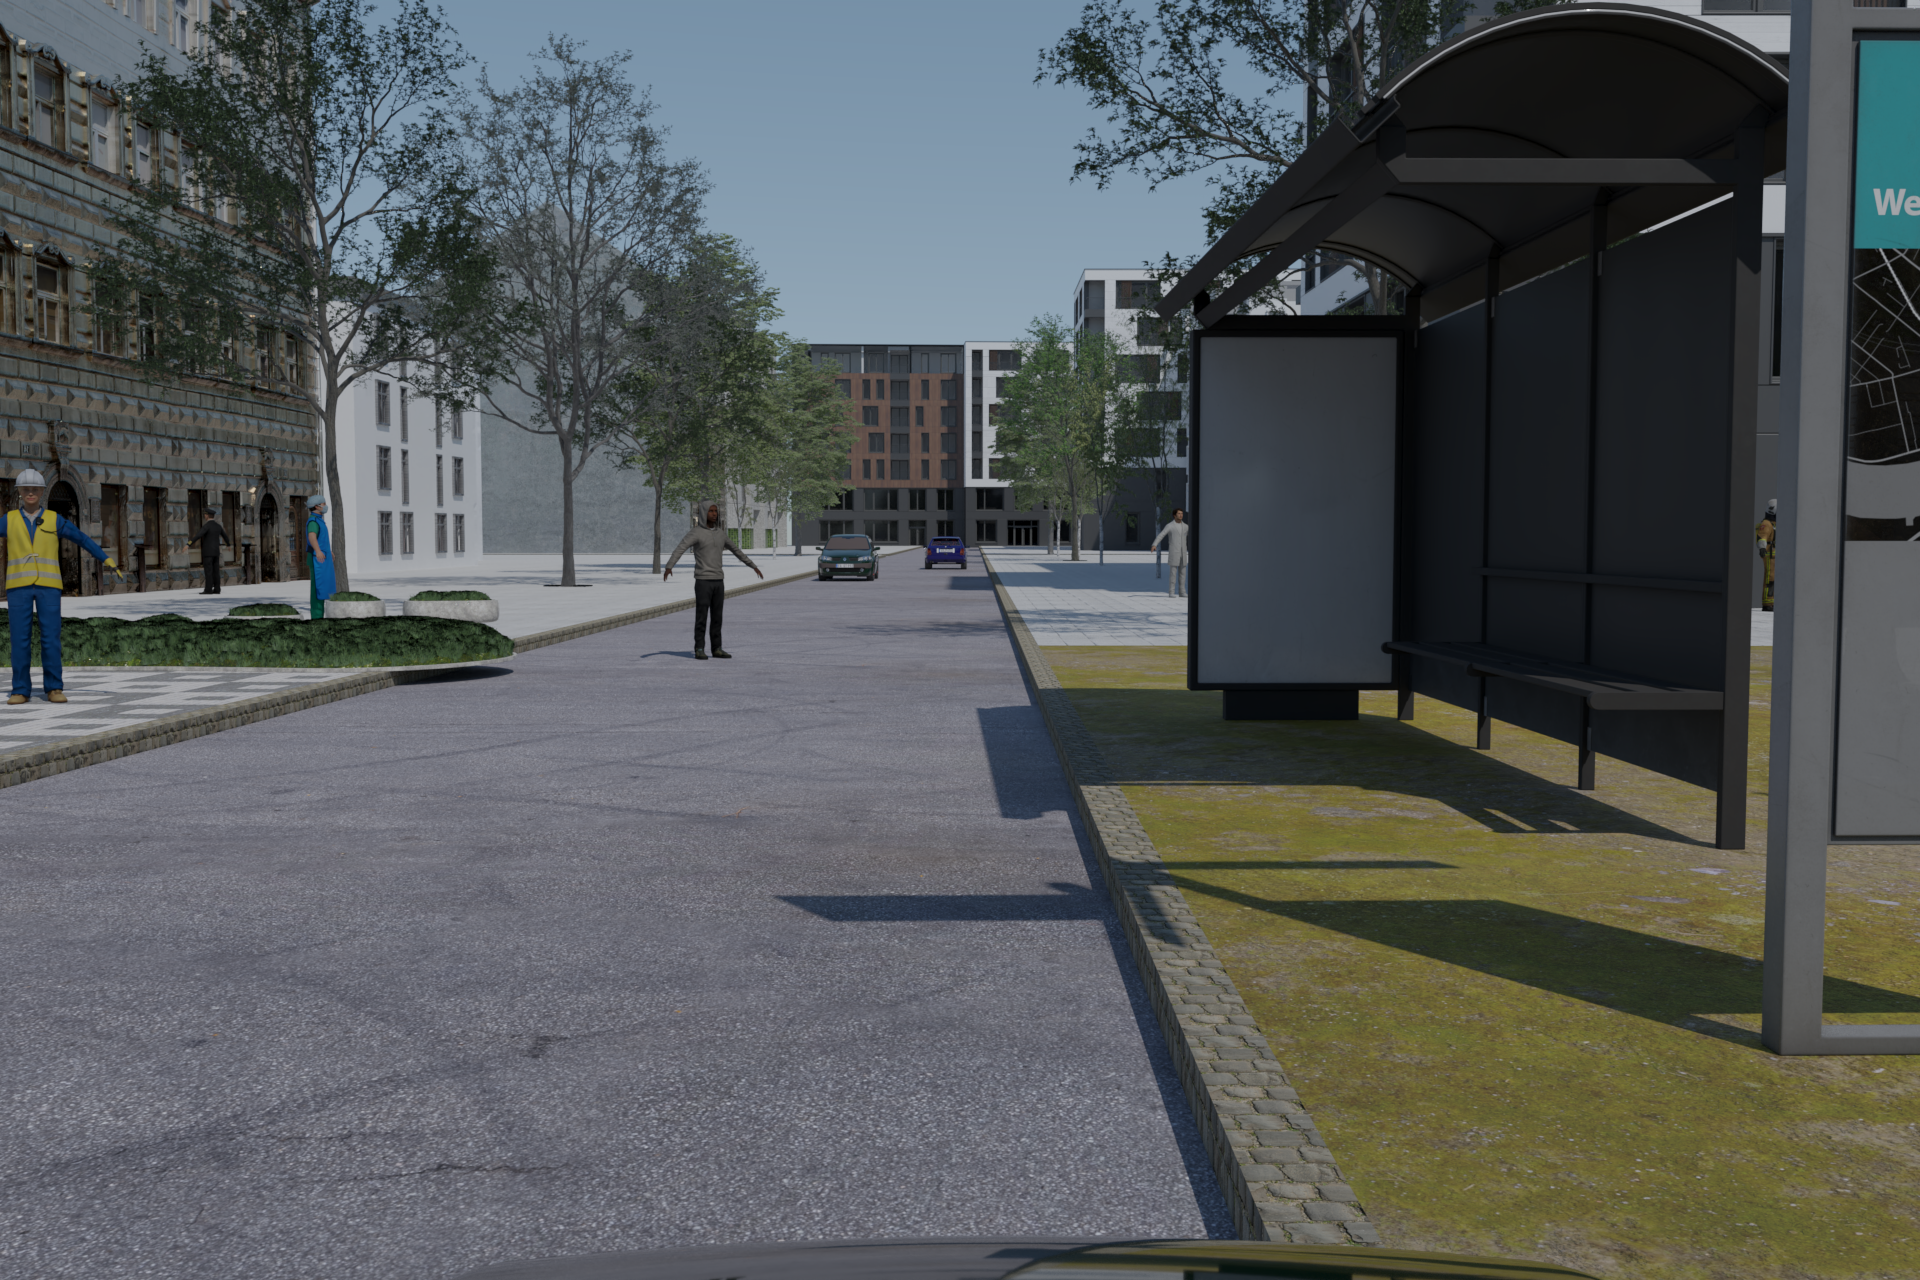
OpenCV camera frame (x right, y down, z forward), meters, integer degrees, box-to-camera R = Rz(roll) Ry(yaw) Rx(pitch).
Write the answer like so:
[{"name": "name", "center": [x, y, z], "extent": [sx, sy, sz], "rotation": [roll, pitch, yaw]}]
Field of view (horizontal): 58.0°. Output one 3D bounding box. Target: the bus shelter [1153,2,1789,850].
[{"name": "bus shelter", "center": [2.392, -0.946, 9.388], "extent": [2.014, 3.302, 5.546], "rotation": [0, 4, -1]}]

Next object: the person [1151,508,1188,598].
[{"name": "person", "center": [4.412, -1.760, 34.968], "extent": [1.347, 1.806, 0.705], "rotation": [-2, 4, -23]}]

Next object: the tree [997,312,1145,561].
[{"name": "tree", "center": [5.315, -9.546, 81.838], "extent": [9.928, 11.665, 9.643], "rotation": [0, 3, 0]}]

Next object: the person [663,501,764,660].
[{"name": "person", "center": [-2.860, -0.690, 19.865], "extent": [1.348, 1.813, 0.705], "rotation": [-3, 5, -42]}]

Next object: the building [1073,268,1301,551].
[{"name": "building", "center": [23.587, -18.701, 149.733], "extent": [27.936, 21.610, 32.646], "rotation": [0, 4, 0]}]

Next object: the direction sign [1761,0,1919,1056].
[{"name": "direction sign", "center": [2.076, -0.909, 3.628], "extent": [2.525, 3.948, 1.411], "rotation": [0, 4, -1]}]

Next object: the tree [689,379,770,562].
[{"name": "tree", "center": [-9.790, -7.829, 78.371], "extent": [4.360, 8.622, 3.978], "rotation": [0, 3, 0]}]

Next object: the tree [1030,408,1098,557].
[{"name": "tree", "center": [5.408, -9.054, 98.394], "extent": [4.360, 8.622, 3.978], "rotation": [0, 3, 0]}]

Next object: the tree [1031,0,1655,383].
[{"name": "tree", "center": [5.391, -5.316, 21.331], "extent": [8.767, 10.594, 7.601], "rotation": [-3, 4, -39]}]

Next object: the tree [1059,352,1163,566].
[{"name": "tree", "center": [5.916, -7.325, 70.131], "extent": [4.737, 8.622, 4.395], "rotation": [0, 3, 0]}]

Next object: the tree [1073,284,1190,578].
[{"name": "tree", "center": [5.985, -6.104, 50.160], "extent": [4.360, 8.622, 3.978], "rotation": [0, 3, 0]}]

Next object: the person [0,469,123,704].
[{"name": "person", "center": [-7.000, -0.405, 13.090], "extent": [1.216, 1.772, 0.721], "rotation": [-2, 4, -26]}]

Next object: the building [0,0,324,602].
[{"name": "building", "center": [-27.099, -12.727, 39.019], "extent": [19.493, 23.208, 18.063], "rotation": [0, 4, -1]}]

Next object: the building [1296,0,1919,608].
[{"name": "building", "center": [22.471, -12.325, 45.493], "extent": [27.936, 21.610, 32.646], "rotation": [0, 3, 0]}]

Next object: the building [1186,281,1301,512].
[{"name": "building", "center": [22.304, -16.758, 130.407], "extent": [16.016, 20.090, 11.380], "rotation": [0, 4, 0]}]

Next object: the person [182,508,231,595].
[{"name": "person", "center": [-15.923, -1.886, 36.764], "extent": [0.705, 1.837, 1.347], "rotation": [1, 4, 19]}]

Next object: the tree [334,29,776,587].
[{"name": "tree", "center": [-9.489, -8.049, 41.970], "extent": [12.009, 13.543, 11.850], "rotation": [0, 3, 0]}]

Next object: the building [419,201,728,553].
[{"name": "building", "center": [-27.145, -17.897, 123.550], "extent": [19.493, 23.208, 18.063], "rotation": [0, 4, 0]}]

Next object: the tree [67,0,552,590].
[{"name": "tree", "center": [-10.192, -5.683, 27.327], "extent": [7.601, 10.594, 8.767], "rotation": [-2, 4, -27]}]

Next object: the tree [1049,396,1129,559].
[{"name": "tree", "center": [5.942, -8.496, 89.267], "extent": [4.360, 8.622, 3.978], "rotation": [0, 3, 0]}]

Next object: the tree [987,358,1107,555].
[{"name": "tree", "center": [5.180, -11.532, 106.679], "extent": [7.486, 12.596, 7.792], "rotation": [0, 3, 0]}]

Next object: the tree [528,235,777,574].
[{"name": "tree", "center": [-9.791, -7.376, 55.008], "extent": [8.767, 10.594, 7.601], "rotation": [0, 4, 3]}]

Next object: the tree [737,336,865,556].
[{"name": "tree", "center": [-9.386, -11.136, 100.208], "extent": [7.486, 12.596, 7.792], "rotation": [0, 3, 0]}]

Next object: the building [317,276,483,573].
[{"name": "building", "center": [-24.102, -7.852, 70.533], "extent": [9.099, 9.664, 28.070], "rotation": [0, 4, 0]}]

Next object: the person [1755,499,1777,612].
[{"name": "person", "center": [13.474, -1.399, 28.643], "extent": [1.354, 1.858, 0.705], "rotation": [-3, 5, -43]}]

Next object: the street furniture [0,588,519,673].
[{"name": "street furniture", "center": [-9.622, -0.146, 18.013], "extent": [10.072, 0.657, 5.734], "rotation": [0, 4, -5]}]

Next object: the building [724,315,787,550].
[{"name": "building", "center": [-25.651, -17.549, 153.385], "extent": [16.747, 18.905, 31.486], "rotation": [0, 4, 1]}]

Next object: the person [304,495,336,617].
[{"name": "person", "center": [-8.762, -1.078, 23.744], "extent": [0.704, 1.817, 1.347], "rotation": [-1, 4, -14]}]

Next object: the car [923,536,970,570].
[{"name": "car", "center": [-0.563, -3.589, 71.263], "extent": [1.945, 1.354, 3.894], "rotation": [0, 4, 0]}]

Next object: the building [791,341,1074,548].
[{"name": "building", "center": [-2.314, -21.371, 195.843], "extent": [32.646, 21.610, 27.936], "rotation": [0, 4, -3]}]

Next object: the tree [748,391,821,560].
[{"name": "tree", "center": [-9.314, -8.311, 86.246], "extent": [4.360, 8.622, 3.978], "rotation": [0, 3, 0]}]

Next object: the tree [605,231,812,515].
[{"name": "tree", "center": [-9.445, -8.988, 65.085], "extent": [7.486, 12.596, 7.792], "rotation": [0, 3, 0]}]

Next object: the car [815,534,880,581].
[{"name": "car", "center": [-3.462, -2.707, 54.045], "extent": [2.009, 1.686, 4.222], "rotation": [0, 3, 0]}]
